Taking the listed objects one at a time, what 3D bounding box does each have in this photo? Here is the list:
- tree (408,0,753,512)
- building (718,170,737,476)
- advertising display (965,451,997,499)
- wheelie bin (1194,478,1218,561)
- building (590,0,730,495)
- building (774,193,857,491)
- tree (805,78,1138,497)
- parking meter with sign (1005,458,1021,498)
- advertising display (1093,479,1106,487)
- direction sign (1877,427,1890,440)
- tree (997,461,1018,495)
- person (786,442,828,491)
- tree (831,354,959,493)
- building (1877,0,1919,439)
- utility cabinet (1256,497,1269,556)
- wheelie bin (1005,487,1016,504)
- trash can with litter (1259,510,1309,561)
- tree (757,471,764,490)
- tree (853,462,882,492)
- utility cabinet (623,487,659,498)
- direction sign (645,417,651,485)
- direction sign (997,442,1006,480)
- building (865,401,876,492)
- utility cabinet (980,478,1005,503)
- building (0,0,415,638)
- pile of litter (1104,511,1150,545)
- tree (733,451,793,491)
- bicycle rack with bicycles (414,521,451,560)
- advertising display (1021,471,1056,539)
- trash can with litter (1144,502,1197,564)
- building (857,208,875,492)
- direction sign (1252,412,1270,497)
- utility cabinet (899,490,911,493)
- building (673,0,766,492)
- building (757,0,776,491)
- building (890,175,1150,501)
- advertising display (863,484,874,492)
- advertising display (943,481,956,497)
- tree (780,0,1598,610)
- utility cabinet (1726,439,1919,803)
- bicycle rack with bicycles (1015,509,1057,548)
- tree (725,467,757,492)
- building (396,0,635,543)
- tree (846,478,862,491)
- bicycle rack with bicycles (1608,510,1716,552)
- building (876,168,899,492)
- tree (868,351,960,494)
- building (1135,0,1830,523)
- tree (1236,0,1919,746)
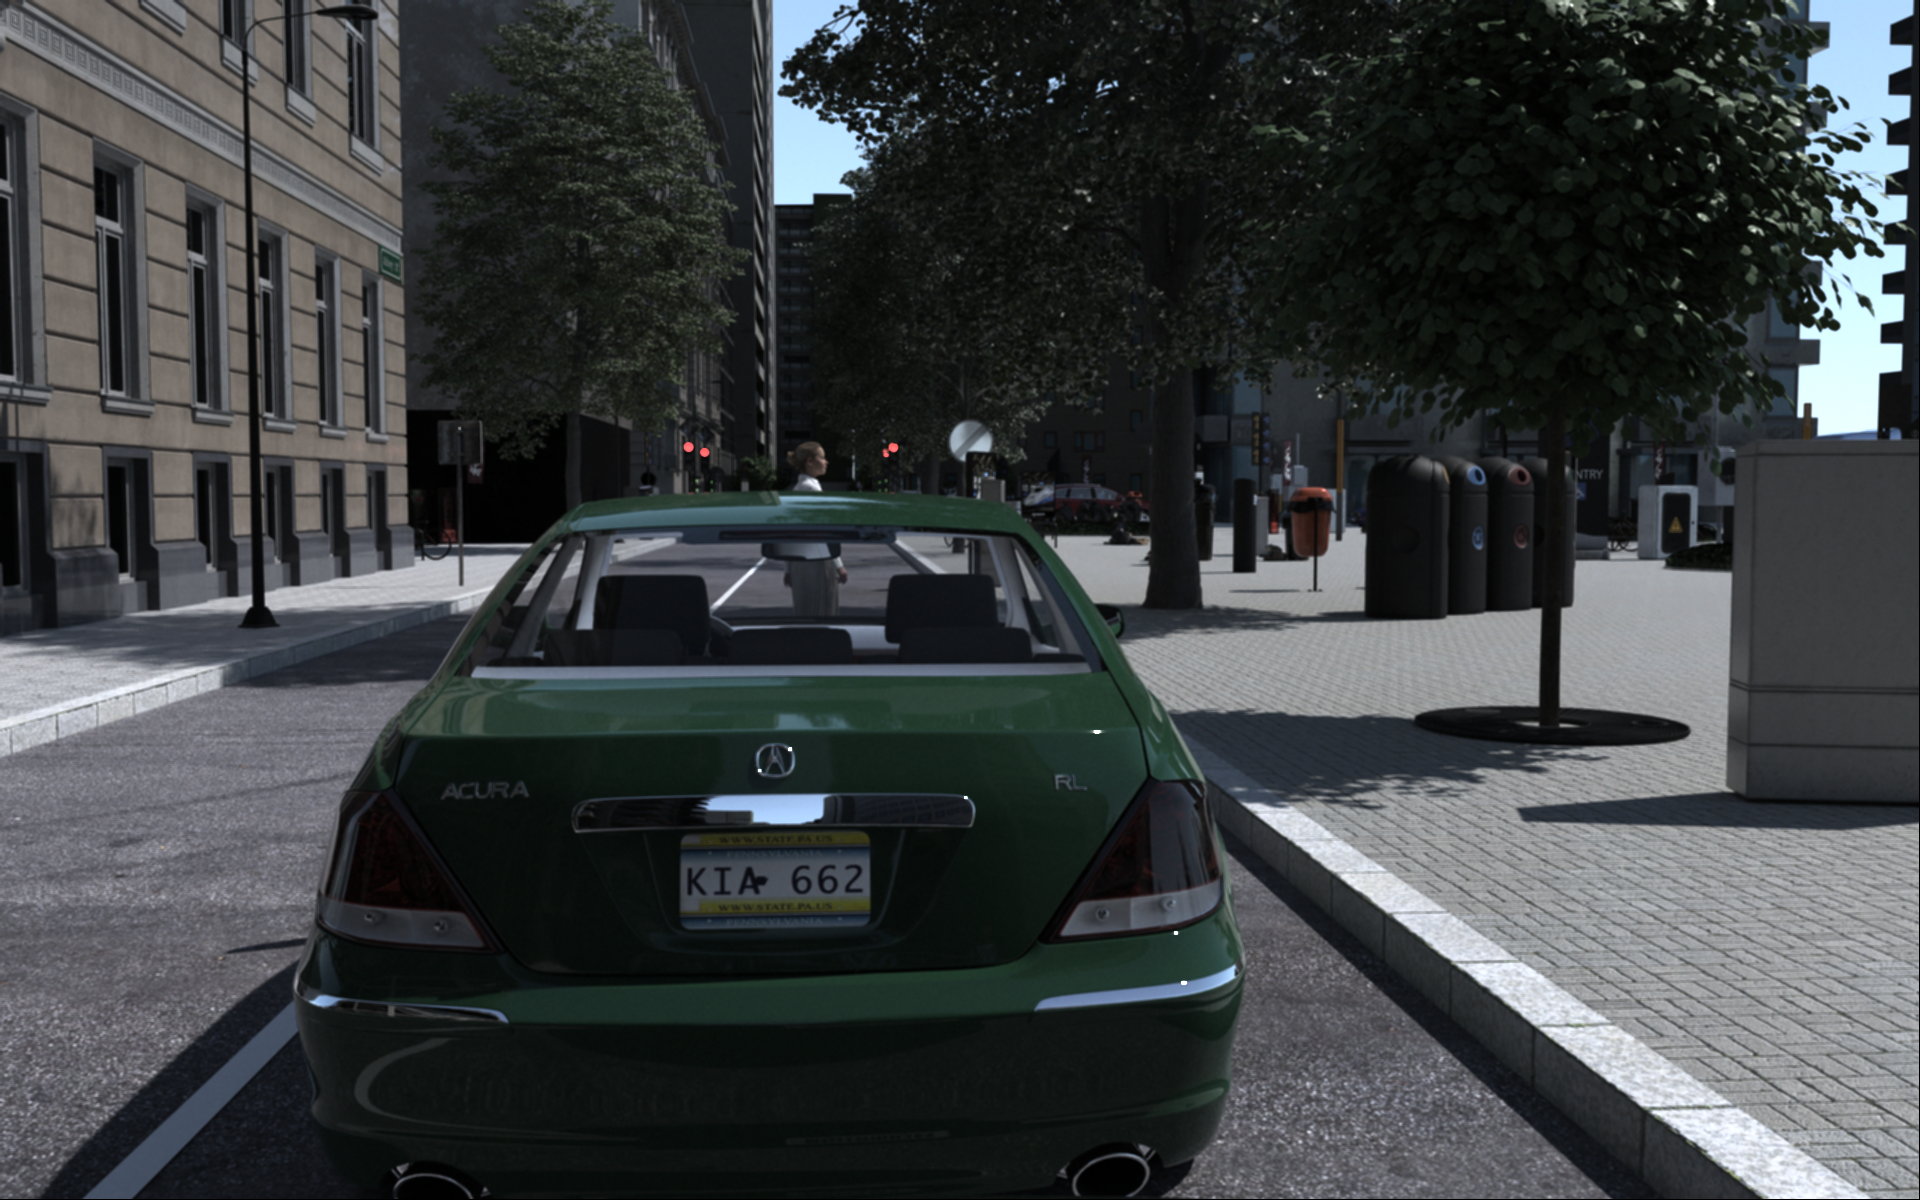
[{"bbox_3d":[-8.431,-7.420,39.440,7.486,12.596,7.792,0,3,0],"label":"tree"},{"bbox_3d":[-24.535,-20.544,129.408,14.314,27.812,24.014,0,4,-4],"label":"building"},{"bbox_3d":[0.327,-1.300,26.469,0.123,1.923,0.974,1,4,23],"label":"advertising display"},{"bbox_3d":[4.625,-1.571,33.589,0.693,1.594,0.980,1,4,15],"label":"wheelie bin"},{"bbox_3d":[-21.513,-19.451,105.416,14.401,28.519,23.554,0,4,-4],"label":"building"},{"bbox_3d":[-21.652,-33.880,237.526,14.086,41.232,14.154,0,4,-4],"label":"building"},{"bbox_3d":[0.305,-6.293,37.306,7.601,10.594,8.767,-1,4,-16],"label":"tree"},{"bbox_3d":[2.790,-4.693,72.997,1.738,3.016,0.543,0,4,5],"label":"parking meter with sign"},{"bbox_3d":[6.184,-4.390,76.988,0.123,1.923,0.974,2,4,34],"label":"advertising display"},{"bbox_3d":[31.520,-4.110,59.189,0.379,3.537,0.876,0,4,5],"label":"direction sign"},{"bbox_3d":[2.498,-5.871,90.600,1.663,3.219,1.824,0,3,0],"label":"tree"},{"bbox_3d":[-1.102,-0.211,12.171,0.641,1.798,0.478,-1,4,-11],"label":"person"},{"bbox_3d":[-3.473,-10.870,95.849,7.486,12.596,7.792,0,3,0],"label":"tree"},{"bbox_3d":[54.503,-26.358,81.061,14.200,45.320,14.600,0,4,-4],"label":"building"},{"bbox_3d":[6.164,-1.537,36.300,0.306,1.237,1.020,0,4,-8],"label":"utility cabinet"},{"bbox_3d":[2.862,-5.629,99.942,0.980,1.594,0.693,3,5,45],"label":"wheelie bin"},{"bbox_3d":[6.329,-1.342,33.321,1.055,1.170,0.624,-2,4,-25],"label":"trash can with litter"},{"bbox_3d":[-15.040,-7.943,124.470,1.663,3.219,1.824,0,3,0],"label":"tree"},{"bbox_3d":[-6.738,-9.418,137.700,4.285,4.588,4.351,0,3,0],"label":"tree"},{"bbox_3d":[-9.689,-2.695,52.738,1.173,1.500,0.318,2,4,31],"label":"utility cabinet"},{"bbox_3d":[-9.032,-3.559,50.187,0.379,3.537,0.876,0,4,-1],"label":"direction sign"},{"bbox_3d":[1.716,-5.029,74.221,0.379,3.537,0.876,-3,4,-36],"label":"direction sign"},{"bbox_3d":[4.601,-20.397,178.531,27.650,21.520,28.899,0,4,-4],"label":"building"},{"bbox_3d":[0.475,-0.962,24.404,0.318,1.500,1.173,0,4,4],"label":"utility cabinet"},{"bbox_3d":[-15.146,-14.299,19.694,13.634,28.700,20.117,0,4,-4],"label":"building"},{"bbox_3d":[4.252,-1.844,44.113,1.176,0.858,1.719,0,4,3],"label":"pile of litter"},{"bbox_3d":[-15.377,-8.971,130.397,4.285,4.588,4.351,0,3,0],"label":"tree"},{"bbox_3d":[-11.489,-1.189,32.817,2.925,0.926,2.852,0,4,7],"label":"bicycle rack with bicycles"},{"bbox_3d":[2.206,-2.672,48.902,0.974,1.923,0.123,0,4,-6],"label":"advertising display"},{"bbox_3d":[3.801,-1.235,31.574,0.624,1.170,1.055,-3,5,-41],"label":"trash can with litter"},{"bbox_3d":[-7.595,-33.935,238.430,14.086,41.232,14.154,0,4,-4],"label":"building"},{"bbox_3d":[8.312,-3.422,47.946,0.379,3.537,0.876,3,5,40],"label":"direction sign"},{"bbox_3d":[-3.362,-5.632,100.759,1.173,1.500,0.318,-3,5,-44],"label":"utility cabinet"},{"bbox_3d":[-28.672,-32.501,155.088,21.300,48.544,21.600,0,4,-4],"label":"building"},{"bbox_3d":[-32.909,-47.077,207.964,20.611,71.187,20.563,0,4,-4],"label":"building"},{"bbox_3d":[9.470,-16.653,117.311,27.650,21.520,28.899,0,4,-4],"label":"building"},{"bbox_3d":[-5.864,-6.458,110.803,0.123,1.923,0.974,3,4,37],"label":"advertising display"},{"bbox_3d":[-0.324,-4.867,84.793,0.974,1.923,0.123,0,4,7],"label":"advertising display"},{"bbox_3d":[2.511,-6.876,19.082,9.857,13.997,8.962,0,3,0],"label":"tree"},{"bbox_3d":[3.861,0.091,7.199,1.173,1.500,0.318,1,4,9],"label":"utility cabinet"},{"bbox_3d":[1.092,-1.722,41.537,2.852,0.926,2.925,-1,4,-17],"label":"bicycle rack with bicycles"},{"bbox_3d":[-15.572,-7.785,121.889,1.663,3.219,1.824,0,3,0],"label":"tree"},{"bbox_3d":[-19.108,-11.309,52.353,16.811,18.784,16.820,0,4,-4],"label":"building"},{"bbox_3d":[-12.732,-13.105,208.864,1.663,3.219,1.824,0,3,0],"label":"tree"},{"bbox_3d":[14.856,-1.512,38.111,2.925,0.926,2.852,3,5,39],"label":"bicycle rack with bicycles"},{"bbox_3d":[-0.646,-23.487,155.721,14.160,30.474,14.107,0,4,-4],"label":"building"},{"bbox_3d":[-2.569,-8.001,81.181,4.360,8.622,3.978,0,3,0],"label":"tree"},{"bbox_3d":[23.813,-28.444,84.665,30.456,49.044,23.786,0,4,-4],"label":"building"},{"bbox_3d":[3.285,-1.566,9.315,4.285,4.588,4.351,0,3,0],"label":"tree"}]
